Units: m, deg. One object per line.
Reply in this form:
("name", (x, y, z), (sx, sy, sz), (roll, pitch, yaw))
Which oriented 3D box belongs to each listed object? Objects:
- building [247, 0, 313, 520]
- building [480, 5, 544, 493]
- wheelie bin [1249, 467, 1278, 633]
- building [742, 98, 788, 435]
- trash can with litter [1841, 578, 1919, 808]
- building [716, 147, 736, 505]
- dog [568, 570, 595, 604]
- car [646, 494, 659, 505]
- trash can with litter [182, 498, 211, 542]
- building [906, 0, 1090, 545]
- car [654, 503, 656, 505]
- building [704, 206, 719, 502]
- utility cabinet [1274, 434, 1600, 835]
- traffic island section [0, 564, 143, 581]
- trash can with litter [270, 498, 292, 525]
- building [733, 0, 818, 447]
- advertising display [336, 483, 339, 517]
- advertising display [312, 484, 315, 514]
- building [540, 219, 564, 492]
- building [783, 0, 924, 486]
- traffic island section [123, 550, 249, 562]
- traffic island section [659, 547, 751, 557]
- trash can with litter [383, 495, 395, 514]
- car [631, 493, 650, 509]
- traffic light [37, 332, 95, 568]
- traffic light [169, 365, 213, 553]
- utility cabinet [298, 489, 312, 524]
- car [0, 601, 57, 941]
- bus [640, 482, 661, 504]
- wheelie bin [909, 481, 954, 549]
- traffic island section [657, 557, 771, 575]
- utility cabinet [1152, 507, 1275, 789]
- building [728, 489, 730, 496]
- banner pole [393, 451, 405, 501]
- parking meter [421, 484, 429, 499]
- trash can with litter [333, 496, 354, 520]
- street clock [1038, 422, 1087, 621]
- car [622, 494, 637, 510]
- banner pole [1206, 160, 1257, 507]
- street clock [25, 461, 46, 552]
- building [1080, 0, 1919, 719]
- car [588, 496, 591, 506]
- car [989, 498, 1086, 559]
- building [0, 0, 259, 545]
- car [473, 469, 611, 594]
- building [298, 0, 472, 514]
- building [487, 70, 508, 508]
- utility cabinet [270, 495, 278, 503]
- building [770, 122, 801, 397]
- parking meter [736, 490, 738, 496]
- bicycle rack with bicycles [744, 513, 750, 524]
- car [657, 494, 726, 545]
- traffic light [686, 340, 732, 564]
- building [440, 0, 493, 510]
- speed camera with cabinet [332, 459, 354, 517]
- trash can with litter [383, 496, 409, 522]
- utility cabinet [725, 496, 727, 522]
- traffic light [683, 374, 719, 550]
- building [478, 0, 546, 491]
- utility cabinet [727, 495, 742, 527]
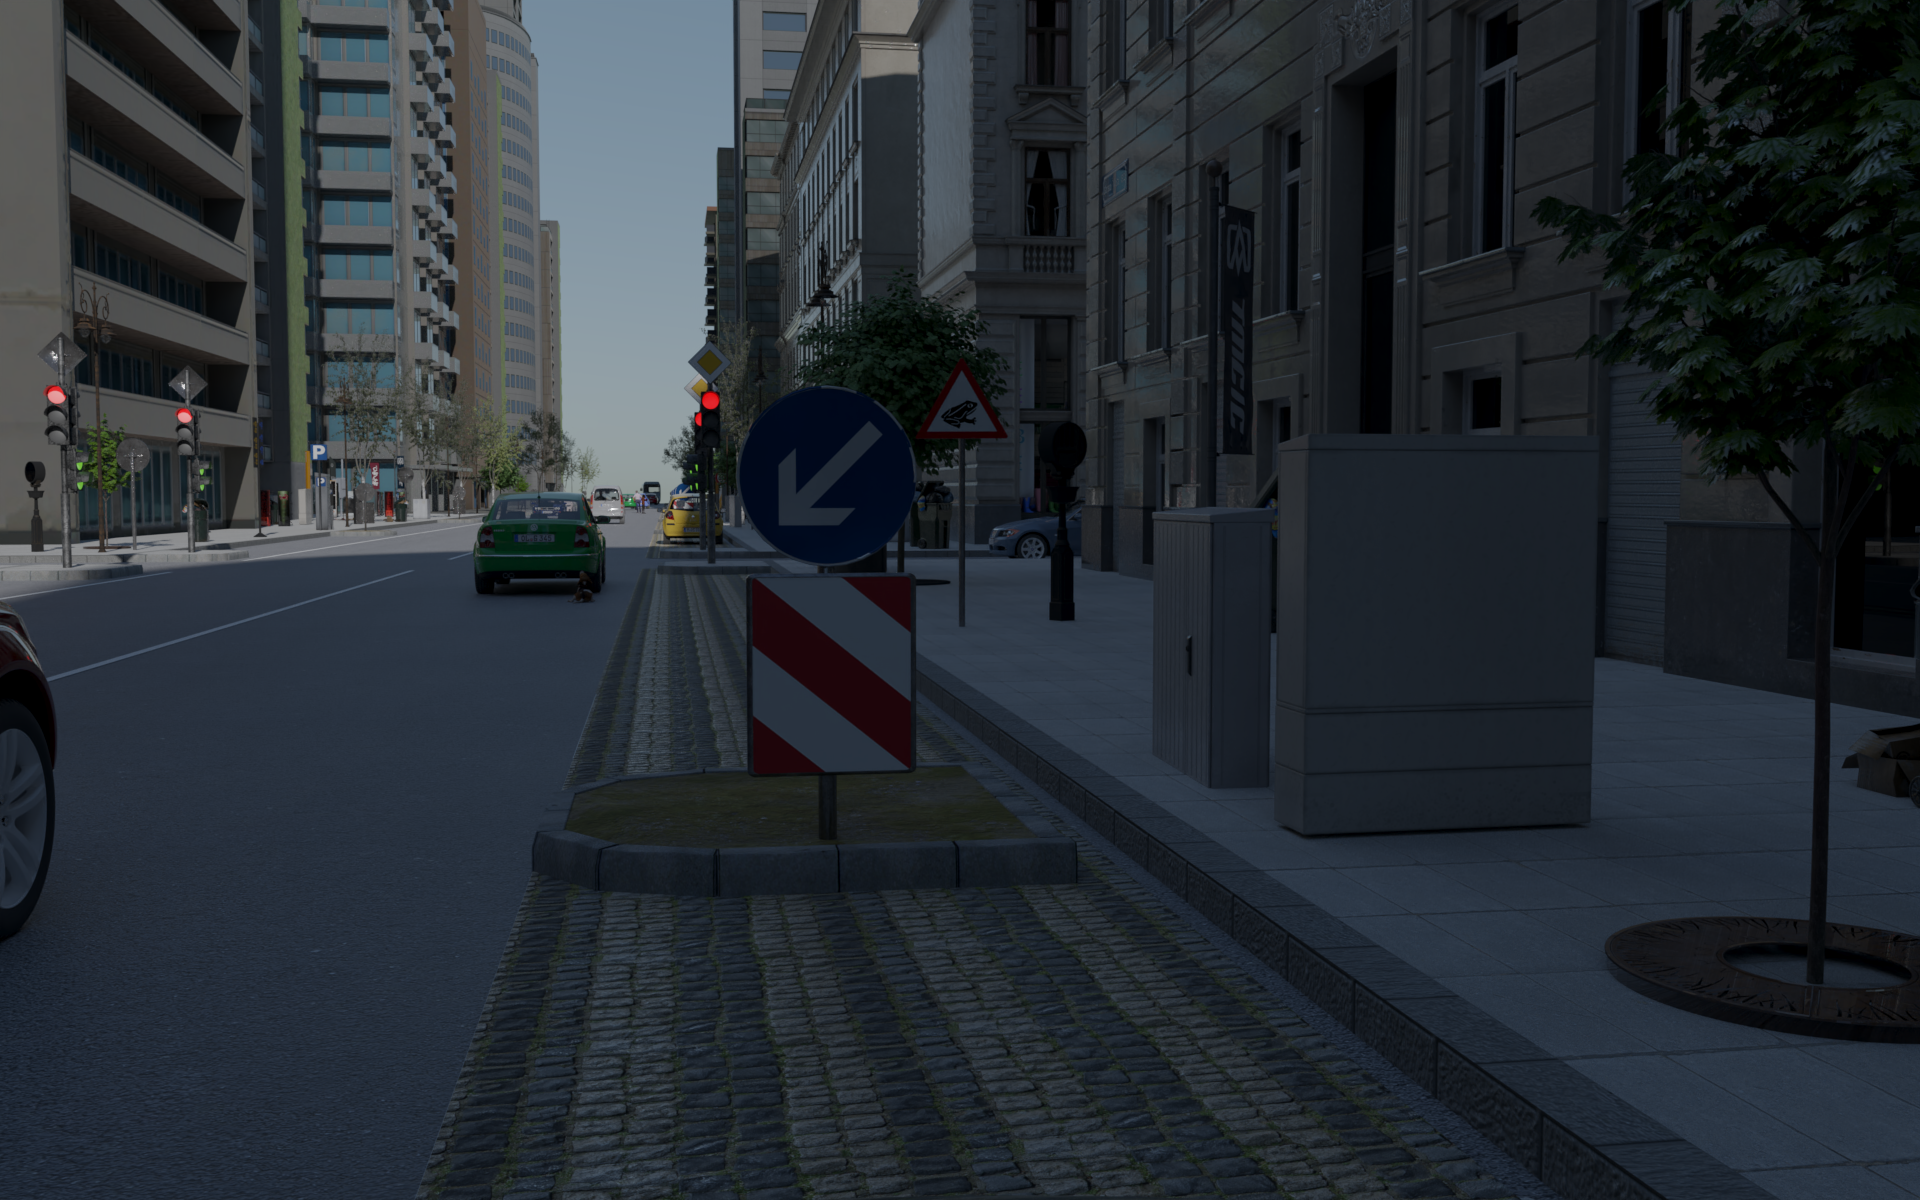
("building", (-39.801, -24.362, 81.919), (14.154, 41.232, 14.086), (-1, 4, -10))
("building", (-62.084, -40.731, 207.955), (21.231, 58.520, 28.212), (-1, 4, -10))
("wheelie bin", (3.041, -0.509, 16.224), (0.693, 1.594, 0.980), (0, 4, 5))
("building", (-9.366, -21.963, 130.793), (14.160, 30.474, 14.107), (-1, 4, -10))
("trash can with litter", (4.056, 0.260, 7.141), (0.624, 1.170, 1.055), (0, 4, -7))
("building", (-22.036, -32.072, 207.973), (14.154, 41.232, 14.086), (-1, 4, -10))
("dog", (-5.092, -0.175, 23.062), (0.550, 0.427, 0.748), (2, 4, 27))
("car", (-40.718, -13.397, 228.082), (2.155, 1.783, 4.494), (0, 4, -8))
("trash can with litter", (-20.463, -2.146, 46.479), (0.624, 1.170, 1.055), (-1, 4, -17))
("building", (8.685, -13.496, 49.540), (19.941, 23.489, 11.050), (-1, 4, -10))
("car", (-41.941, -13.578, 234.006), (2.014, 1.417, 4.499), (-1, 4, -9))
("building", (-26.910, -36.978, 259.218), (22.147, 44.769, 28.867), (-1, 4, -10))
("utility cabinet", (1.816, 0.125, 6.639), (1.173, 1.500, 0.318), (-1, 4, -11))
("traffic island section", (-15.552, -0.481, 30.139), (2.009, 0.180, 2.903), (-1, 4, -10))
("trash can with litter", (-28.477, -3.724, 72.279), (1.055, 1.170, 0.624), (-2, 4, -31))
("building", (-9.266, -37.318, 152.150), (21.231, 58.520, 28.212), (-1, 4, -10))
("advertising display", (-35.275, -5.654, 97.654), (0.123, 1.923, 0.974), (-3, 5, -42))
("advertising display", (-41.063, -6.399, 109.834), (0.123, 1.923, 0.974), (0, 4, -4))
("building", (-65.210, -34.679, 250.589), (14.154, 41.232, 14.086), (-1, 4, -10))
("building", (1.290, -14.875, 76.491), (16.112, 22.955, 30.059), (-1, 4, -10))
("traffic island section", (-16.879, -0.962, 38.014), (2.009, 0.180, 2.903), (-1, 4, -10))
("traffic island section", (-5.891, -1.075, 39.854), (2.009, 0.180, 2.903), (-1, 4, -10))
("trash can with litter", (-36.218, -6.041, 109.829), (2.233, 1.210, 1.678), (-2, 4, -24))
("car", (-31.141, -9.729, 168.656), (1.945, 1.707, 3.694), (0, 4, -8))
("traffic light", (-15.511, -2.513, 30.012), (0.839, 4.253, 0.868), (-1, 4, -10))
("traffic light", (-16.838, -2.995, 37.886), (0.839, 4.253, 0.868), (-1, 4, -10))
("utility cabinet", (-27.587, -3.929, 72.915), (0.318, 1.500, 1.173), (-1, 4, -10))
("car", (-3.820, 0.298, 3.808), (2.281, 1.827, 5.304), (0, 4, -8))
("bus", (-46.536, -16.255, 260.630), (2.948, 3.499, 13.247), (-1, 4, -12))
("wheelie bin", (-0.554, -1.997, 40.557), (0.693, 1.594, 0.980), (3, 4, 36))
("traffic island section", (-4.564, -0.593, 31.980), (2.009, 0.180, 2.903), (-1, 4, -10))
("utility cabinet", (1.144, 0.192, 8.021), (0.306, 1.237, 1.020), (0, 4, -8))
("building", (-13.401, -45.190, 177.104), (20.563, 71.187, 20.611), (-1, 4, -10))
("banner pole", (-32.271, -6.699, 99.541), (0.863, 3.779, 0.401), (1, 4, 17))
("parking meter", (-31.425, -5.873, 101.731), (0.399, 1.863, 0.255), (0, 4, 1))
("trash can with litter", (-30.410, -4.520, 84.954), (2.233, 1.210, 1.678), (-2, 4, -27))
("street clock", (1.036, -0.793, 17.531), (0.471, 2.002, 0.358), (-3, 4, -38))
("car", (-30.031, -9.042, 156.638), (1.959, 1.807, 4.718), (-1, 4, -10))
("banner pole", (2.051, -1.423, 13.278), (0.401, 3.779, 0.863), (3, 4, 38))
("street clock", (-20.456, -2.066, 38.352), (0.471, 2.002, 0.358), (2, 4, 34))
("building", (9.666, -13.507, 18.096), (12.463, 27.353, 25.104), (-1, 4, -10))
("car", (-35.790, -9.831, 170.954), (2.015, 1.641, 3.980), (-1, 4, -9))
("car", (2.842, -1.488, 36.336), (4.499, 1.417, 2.014), (0, 4, -8))
("building", (-34.855, -26.136, 51.028), (21.300, 48.544, 21.600), (-1, 4, -10))
("car", (-6.336, -1.076, 26.394), (1.959, 1.807, 4.718), (-1, 4, -10))
("building", (-48.524, -30.857, 124.122), (23.786, 49.044, 30.456), (-1, 4, -10))
("building", (-50.187, -29.205, 161.093), (14.154, 41.232, 14.086), (-1, 4, -10))
("utility cabinet", (-31.249, -4.094, 78.102), (1.020, 1.237, 0.306), (1, 4, 22))
("building", (-4.347, -18.730, 103.497), (12.463, 27.353, 25.104), (-1, 4, -10))
("parking meter", (-14.604, -6.537, 112.586), (0.399, 1.863, 0.255), (-3, 4, -37))
("bicycle rack with bicycles", (-8.183, -3.786, 75.276), (2.852, 0.926, 2.925), (-1, 4, -17))
("car", (-7.769, -2.446, 50.222), (2.015, 1.641, 3.980), (-1, 4, -10))
("traffic light", (-4.605, -2.626, 31.859), (0.839, 4.253, 0.868), (-1, 4, -10))
("building", (-47.750, -30.389, 146.965), (14.600, 45.320, 14.200), (-1, 4, -10))
("speed camera with cabinet", (-35.069, -6.419, 99.283), (0.660, 3.252, 2.038), (1, 4, 21))
("trash can with litter", (-25.847, -4.156, 79.331), (1.055, 1.170, 0.624), (-3, 4, -36))
("utility cabinet", (-10.788, -4.254, 80.707), (0.306, 1.237, 1.020), (0, 4, -4))
("traffic light", (-5.933, -3.108, 39.733), (0.839, 4.253, 0.868), (-1, 4, -10))
("building", (-66.660, -48.517, 231.508), (20.563, 71.187, 20.611), (-1, 4, -10))
("utility cabinet", (-8.714, -3.433, 67.295), (0.306, 1.237, 1.020), (-1, 4, -19))
